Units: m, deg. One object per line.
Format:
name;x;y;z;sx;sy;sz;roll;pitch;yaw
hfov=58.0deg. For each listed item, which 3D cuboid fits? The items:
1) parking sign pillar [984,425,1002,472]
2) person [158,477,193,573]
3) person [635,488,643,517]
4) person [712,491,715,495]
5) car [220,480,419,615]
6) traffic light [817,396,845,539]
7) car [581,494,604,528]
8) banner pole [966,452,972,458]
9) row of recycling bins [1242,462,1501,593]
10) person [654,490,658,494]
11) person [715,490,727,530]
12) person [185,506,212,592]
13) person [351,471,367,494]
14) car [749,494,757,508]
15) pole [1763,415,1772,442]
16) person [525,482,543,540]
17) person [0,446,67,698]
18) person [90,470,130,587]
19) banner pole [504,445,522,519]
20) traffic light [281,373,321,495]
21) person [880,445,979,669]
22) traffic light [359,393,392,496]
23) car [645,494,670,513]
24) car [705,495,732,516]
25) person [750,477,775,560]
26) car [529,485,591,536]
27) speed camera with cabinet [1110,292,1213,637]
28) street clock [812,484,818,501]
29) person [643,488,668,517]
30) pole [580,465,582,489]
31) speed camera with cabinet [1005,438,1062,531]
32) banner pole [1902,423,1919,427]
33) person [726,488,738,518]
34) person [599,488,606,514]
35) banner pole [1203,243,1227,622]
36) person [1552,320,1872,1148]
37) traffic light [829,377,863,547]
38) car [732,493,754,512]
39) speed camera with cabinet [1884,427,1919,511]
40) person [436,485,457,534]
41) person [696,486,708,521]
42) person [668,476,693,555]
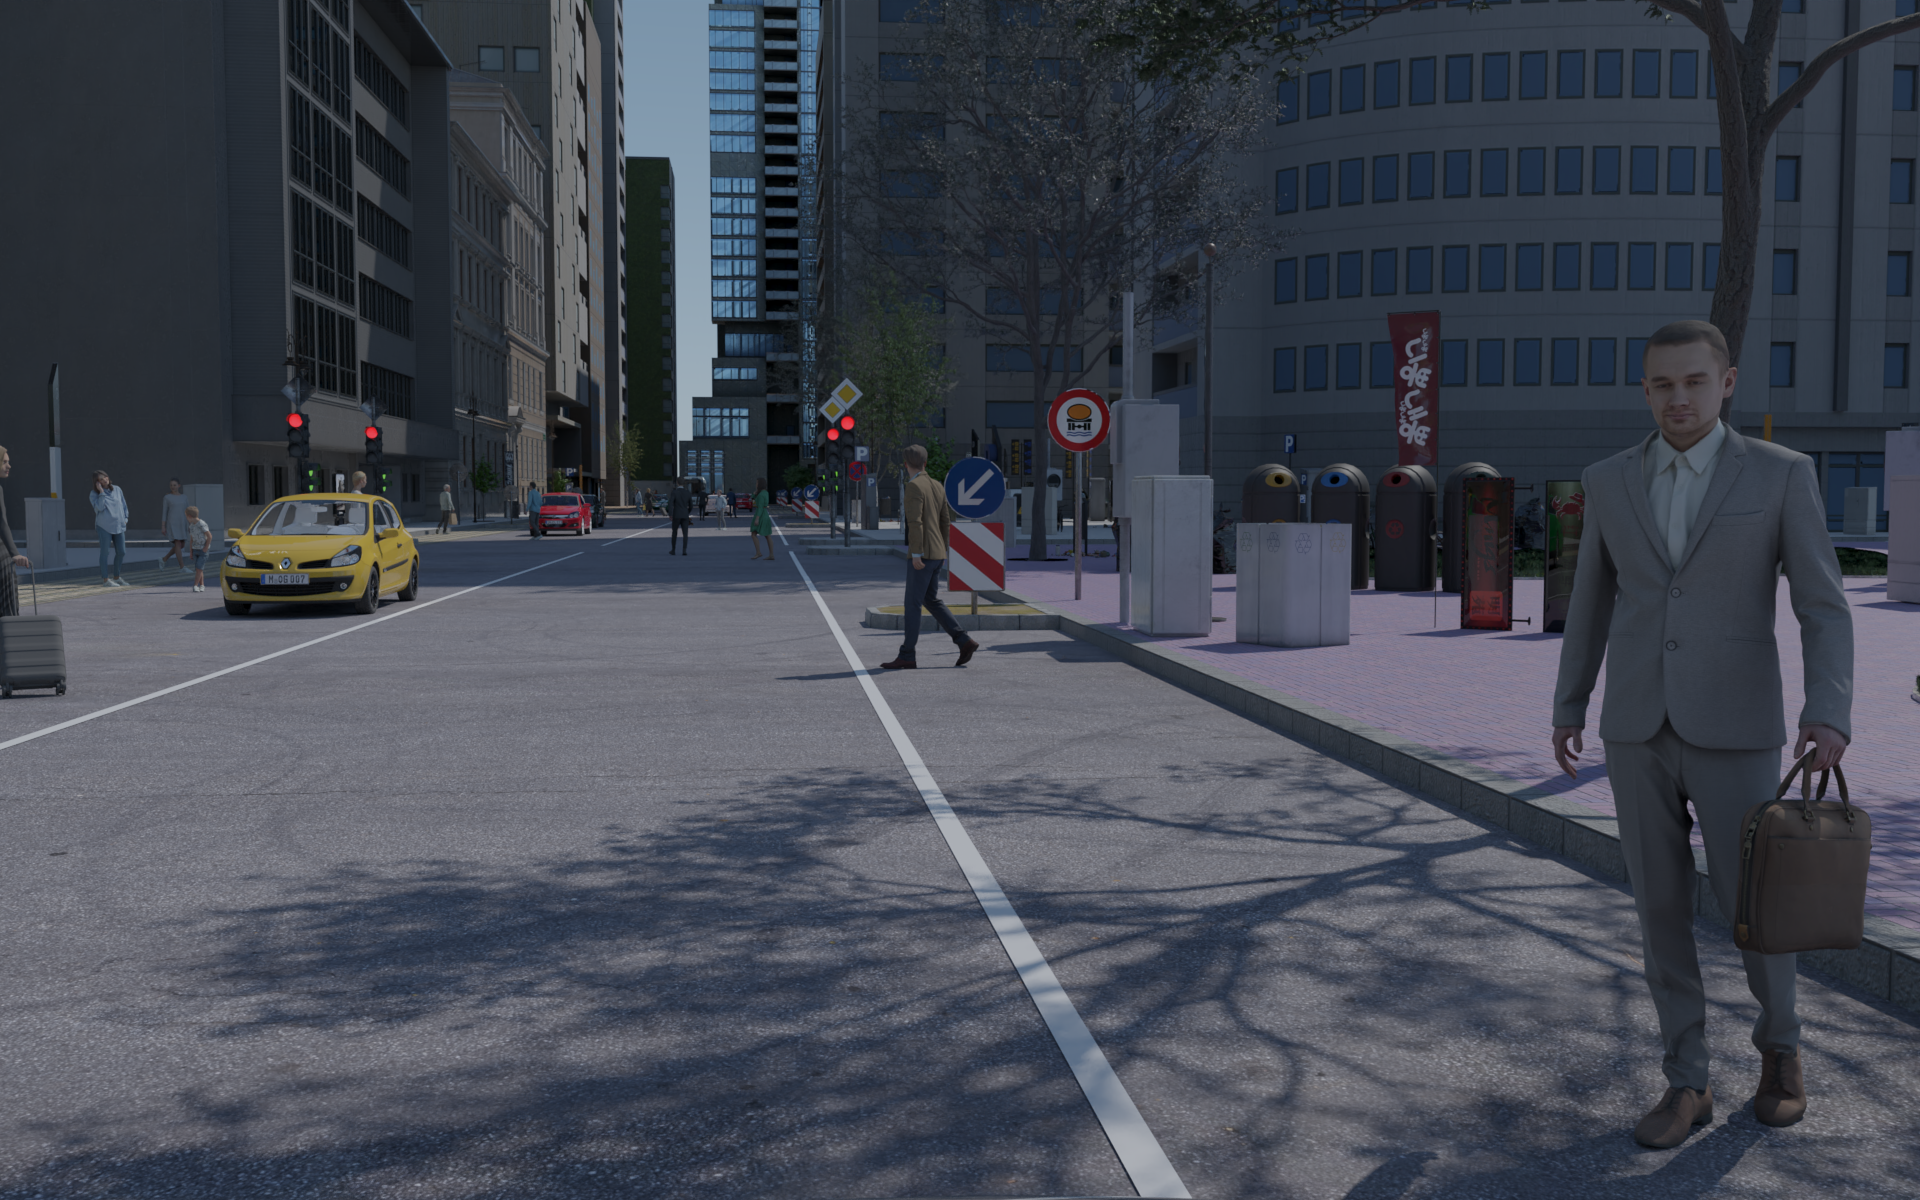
parking sign pillar;1.294;-4.801;66.976;1.447;3.967;1.447;-1;4;-10
person;-14.246;-1.354;31.385;0.760;1.731;0.466;1;4;11
person;-20.079;-6.090;108.329;0.793;1.790;0.793;2;4;31
person;-27.369;-11.263;192.607;0.705;1.831;1.348;-1;4;-10
car;-7.981;-0.706;21.774;2.015;1.641;3.980;0;4;-7
traffic light;-3.674;-3.722;49.769;0.839;4.253;0.868;0;4;-7
car;-16.234;-3.927;73.994;2.009;1.686;4.222;0;4;-6
banner pole;0.556;-6.124;90.148;0.401;3.779;0.863;3;5;39
row of recycling bins;5.499;-0.988;23.262;3.534;1.692;1.069;2;4;25
person;-29.268;-9.677;166.659;1.348;1.831;0.705;1;4;21
person;-9.542;-3.579;68.834;0.589;1.601;0.330;3;5;40
person;-11.150;-0.745;25.368;0.352;1.250;0.332;-2;4;-27
person;-9.335;-1.100;26.838;0.624;1.780;0.694;-1;4;-9
car;-19.393;-9.336;162.867;2.015;1.641;3.980;0;4;-7
pole;20.738;-3.102;44.562;0.158;3.312;0.155;0;3;0
person;-13.271;-2.790;54.135;0.620;1.820;0.660;1;4;18
person;-7.037;-0.242;12.673;0.699;1.804;1.509;-2;4;-34
person;-13.067;-1.092;26.618;0.793;1.790;0.793;0;4;-4
banner pole;-22.880;-6.032;88.633;0.863;3.779;0.401;-1;4;-21
traffic light;-15.368;-3.145;40.348;0.839;4.253;0.868;0;4;-7
person;-0.260;-0.361;14.307;0.836;1.842;0.656;-1;4;-8
traffic light;-16.298;-3.630;48.279;0.839;4.253;0.868;0;4;-7
car;-23.221;-7.440;133.447;2.131;1.459;4.920;0;4;-6
car;-15.855;-6.179;113.380;2.083;1.381;4.827;0;4;-6
person;-4.278;-1.758;37.483;0.529;1.795;0.600;0;4;-4
car;-13.913;-3.140;60.382;2.155;1.783;4.494;0;4;-7
speed camera with cabinet;1.900;-1.351;16.427;0.660;3.252;2.038;0;4;-5
street clock;-10.015;-7.024;119.418;0.358;2.002;0.471;-2;4;-32
person;-19.412;-6.196;110.020;1.509;1.804;0.699;1;4;14
pole;-26.641;-7.823;121.747;0.158;3.312;0.155;0;3;0
speed camera with cabinet;2.584;-4.093;61.256;2.038;3.252;0.660;-1;4;-21
banner pole;29.406;-3.874;53.359;0.863;3.779;0.401;3;5;41
person;-13.620;-5.797;103.459;0.721;1.800;0.419;0;4;-3
person;-23.803;-6.541;115.250;0.447;1.846;0.655;-1;4;-12
banner pole;2.513;-1.689;17.628;0.401;3.779;0.863;0;4;4
person;1.640;0.293;3.836;0.709;1.813;0.853;2;4;35
traffic light;-2.745;-3.237;41.838;0.839;4.253;0.868;0;4;-7
car;-17.442;-7.891;138.056;2.155;1.783;4.494;0;4;-8
speed camera with cabinet;13.586;-1.845;24.509;0.660;3.252;2.038;3;4;39
person;-18.241;-3.213;61.514;0.782;1.767;0.515;3;4;38
person;-13.890;-5.203;93.350;0.659;1.850;0.755;0;4;-7
person;-6.582;-1.973;40.536;0.659;1.850;0.755;-2;4;-25
